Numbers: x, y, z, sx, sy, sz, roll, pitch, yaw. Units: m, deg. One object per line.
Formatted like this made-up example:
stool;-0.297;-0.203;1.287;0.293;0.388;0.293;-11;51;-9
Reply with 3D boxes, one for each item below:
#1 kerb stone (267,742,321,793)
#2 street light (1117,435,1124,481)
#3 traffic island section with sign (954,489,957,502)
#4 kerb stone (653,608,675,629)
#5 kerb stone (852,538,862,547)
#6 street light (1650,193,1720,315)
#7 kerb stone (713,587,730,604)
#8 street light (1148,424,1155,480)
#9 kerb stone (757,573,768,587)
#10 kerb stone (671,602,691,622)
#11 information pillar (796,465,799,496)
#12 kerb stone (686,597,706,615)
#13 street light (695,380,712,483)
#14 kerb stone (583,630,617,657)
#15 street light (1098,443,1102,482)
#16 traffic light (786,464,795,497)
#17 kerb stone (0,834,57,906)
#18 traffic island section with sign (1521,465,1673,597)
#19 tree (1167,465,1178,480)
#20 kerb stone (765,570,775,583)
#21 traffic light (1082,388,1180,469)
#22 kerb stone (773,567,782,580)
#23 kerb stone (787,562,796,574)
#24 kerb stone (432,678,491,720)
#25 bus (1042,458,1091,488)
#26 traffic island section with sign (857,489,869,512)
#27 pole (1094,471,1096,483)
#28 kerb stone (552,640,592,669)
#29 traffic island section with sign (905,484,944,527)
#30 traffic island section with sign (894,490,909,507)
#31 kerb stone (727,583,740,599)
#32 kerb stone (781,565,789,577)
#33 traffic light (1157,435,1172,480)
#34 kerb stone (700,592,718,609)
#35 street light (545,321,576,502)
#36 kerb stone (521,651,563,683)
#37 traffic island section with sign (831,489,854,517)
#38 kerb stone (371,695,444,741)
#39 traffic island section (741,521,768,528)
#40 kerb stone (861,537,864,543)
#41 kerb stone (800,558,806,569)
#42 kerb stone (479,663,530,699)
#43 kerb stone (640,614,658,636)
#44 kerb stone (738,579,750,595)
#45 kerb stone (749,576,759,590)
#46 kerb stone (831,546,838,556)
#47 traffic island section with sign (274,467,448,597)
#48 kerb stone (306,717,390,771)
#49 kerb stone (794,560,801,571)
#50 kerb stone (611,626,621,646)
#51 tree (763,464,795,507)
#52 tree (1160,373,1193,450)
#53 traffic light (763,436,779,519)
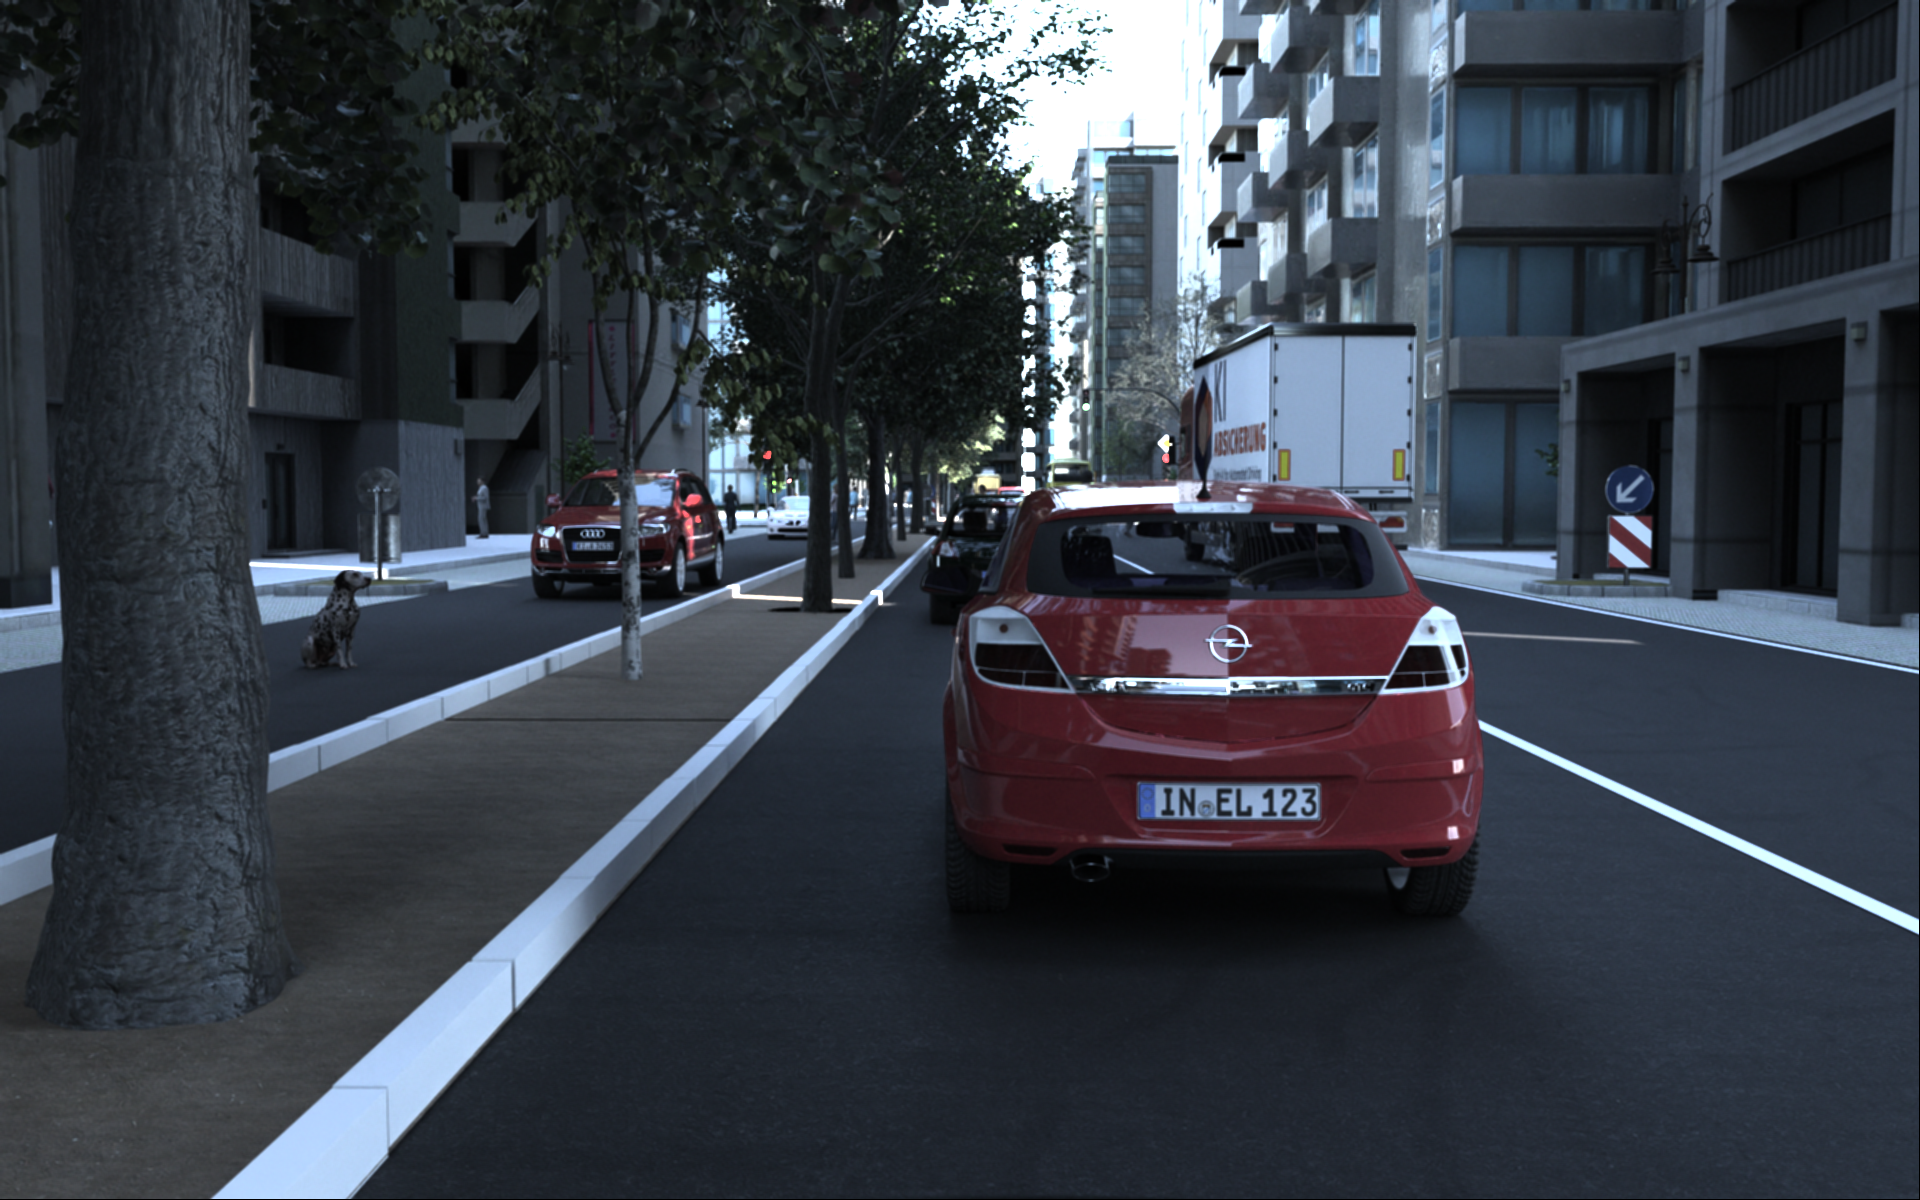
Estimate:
kerb stone;-3.351;0.846;8.372;0.120;0.150;1.000;0;4;1
street light;12.418;-9.853;133.881;0.468;5.910;1.993;0;4;1
traffic island section with sign;-0.613;-9.135;157.490;2.006;1.907;1.989;0;4;1
kerb stone;-3.237;0.220;18.624;0.120;0.150;1.000;0;4;1
kerb stone;-2.903;-1.599;48.344;0.120;0.150;1.000;0;4;1
street light;11.228;-3.314;26.979;0.468;5.910;1.993;0;4;1
kerb stone;-3.188;-0.033;22.728;0.120;0.150;1.000;0;4;1
street light;12.238;-8.422;110.485;0.468;5.910;1.993;0;4;1
kerb stone;-3.140;-0.282;26.831;0.120;0.150;1.000;0;4;1
kerb stone;-3.222;0.159;19.646;0.120;0.150;1.000;0;4;1
information pillar;-9.533;-6.736;101.483;0.183;3.616;0.504;0;4;7
kerb stone;-3.207;0.093;20.671;0.120;0.150;1.000;0;4;1
street light;-10.369;-5.952;70.095;0.468;5.910;1.993;0;4;1
kerb stone;-3.265;0.407;15.547;0.120;0.150;1.000;0;4;1
street light;12.711;-11.257;156.841;0.468;5.910;1.993;0;4;1
traffic light;-6.074;-6.605;82.653;4.771;5.953;1.251;0;4;1
kerb stone;-3.373;0.978;6.329;0.120;0.150;1.000;0;4;1
traffic island section with sign;9.185;-0.989;24.792;1.989;1.847;2.006;0;4;1
tree;14.270;-7.409;115.736;1.663;3.219;1.824;0;3;0
kerb stone;-3.130;-0.346;27.853;0.120;0.150;1.000;0;4;1
traffic light;7.611;-6.097;74.353;4.771;5.953;1.251;0;4;1
kerb stone;-3.121;-0.407;28.887;0.120;0.150;1.000;0;4;1
kerb stone;-3.094;-0.535;30.938;0.120;0.150;1.000;0;4;1
kerb stone;-3.317;0.658;11.439;0.120;0.150;1.000;0;4;1
bus;7.170;-7.626;116.229;2.896;3.916;12.252;0;4;1
traffic island section with sign;-7.293;-7.712;134.725;1.989;1.847;2.006;0;4;1
pole;12.089;-9.856;154.982;0.158;3.312;0.155;0;3;0
kerb stone;-3.282;0.471;14.525;0.120;0.150;1.000;0;4;1
traffic island section with sign;-1.545;-4.086;74.950;2.006;1.907;1.989;0;4;1
traffic island section with sign;-6.725;-10.795;185.122;1.989;1.847;2.006;0;4;1
kerb stone;-3.176;-0.093;23.754;0.120;0.150;1.000;0;4;1
kerb stone;-3.110;-0.472;29.916;0.120;0.150;1.000;0;4;1
traffic light;9.794;-5.721;82.455;0.839;4.253;0.868;0;4;1
kerb stone;-3.202;0.032;21.699;0.120;0.150;1.000;0;4;1
street light;-10.648;-4.497;46.318;0.468;5.910;1.993;0;4;1
kerb stone;-3.297;0.538;13.502;0.120;0.150;1.000;0;4;1
traffic island section with sign;-7.602;-6.042;107.407;1.989;1.847;2.006;0;4;1
kerb stone;-3.332;0.720;10.418;0.120;0.150;1.000;0;4;1
traffic island section;-8.297;-3.212;74.792;2.009;0.180;2.903;0;4;1
kerb stone;-2.892;-1.662;49.367;0.120;0.150;1.000;0;4;1
kerb stone;-3.075;-0.660;32.984;0.120;0.150;1.000;0;4;1
kerb stone;-3.304;0.598;12.461;0.120;0.150;1.000;0;4;1
kerb stone;-3.249;0.281;17.597;0.120;0.150;1.000;0;4;1
kerb stone;-3.164;-0.158;24.776;0.120;0.150;1.000;0;4;1
kerb stone;-3.156;-0.221;25.802;0.120;0.150;1.000;0;4;1
kerb stone;-2.981;-1.161;41.175;0.120;0.150;1.000;0;4;1
traffic island section with sign;-8.531;-1.001;24.990;1.989;1.847;2.006;0;4;1
kerb stone;-3.339;0.788;9.396;0.120;0.150;1.000;0;4;1
kerb stone;-3.086;-0.597;31.959;0.120;0.150;1.000;0;4;1
kerb stone;-3.254;0.349;16.569;0.120;0.150;1.000;0;4;1
tree;-11.423;-6.856;106.701;1.663;3.219;1.824;0;3;0
tree;14.843;-9.453;104.913;4.360;8.622;3.978;0;3;0
traffic light;-8.257;-5.244;74.656;0.839;4.253;0.868;0;4;1
